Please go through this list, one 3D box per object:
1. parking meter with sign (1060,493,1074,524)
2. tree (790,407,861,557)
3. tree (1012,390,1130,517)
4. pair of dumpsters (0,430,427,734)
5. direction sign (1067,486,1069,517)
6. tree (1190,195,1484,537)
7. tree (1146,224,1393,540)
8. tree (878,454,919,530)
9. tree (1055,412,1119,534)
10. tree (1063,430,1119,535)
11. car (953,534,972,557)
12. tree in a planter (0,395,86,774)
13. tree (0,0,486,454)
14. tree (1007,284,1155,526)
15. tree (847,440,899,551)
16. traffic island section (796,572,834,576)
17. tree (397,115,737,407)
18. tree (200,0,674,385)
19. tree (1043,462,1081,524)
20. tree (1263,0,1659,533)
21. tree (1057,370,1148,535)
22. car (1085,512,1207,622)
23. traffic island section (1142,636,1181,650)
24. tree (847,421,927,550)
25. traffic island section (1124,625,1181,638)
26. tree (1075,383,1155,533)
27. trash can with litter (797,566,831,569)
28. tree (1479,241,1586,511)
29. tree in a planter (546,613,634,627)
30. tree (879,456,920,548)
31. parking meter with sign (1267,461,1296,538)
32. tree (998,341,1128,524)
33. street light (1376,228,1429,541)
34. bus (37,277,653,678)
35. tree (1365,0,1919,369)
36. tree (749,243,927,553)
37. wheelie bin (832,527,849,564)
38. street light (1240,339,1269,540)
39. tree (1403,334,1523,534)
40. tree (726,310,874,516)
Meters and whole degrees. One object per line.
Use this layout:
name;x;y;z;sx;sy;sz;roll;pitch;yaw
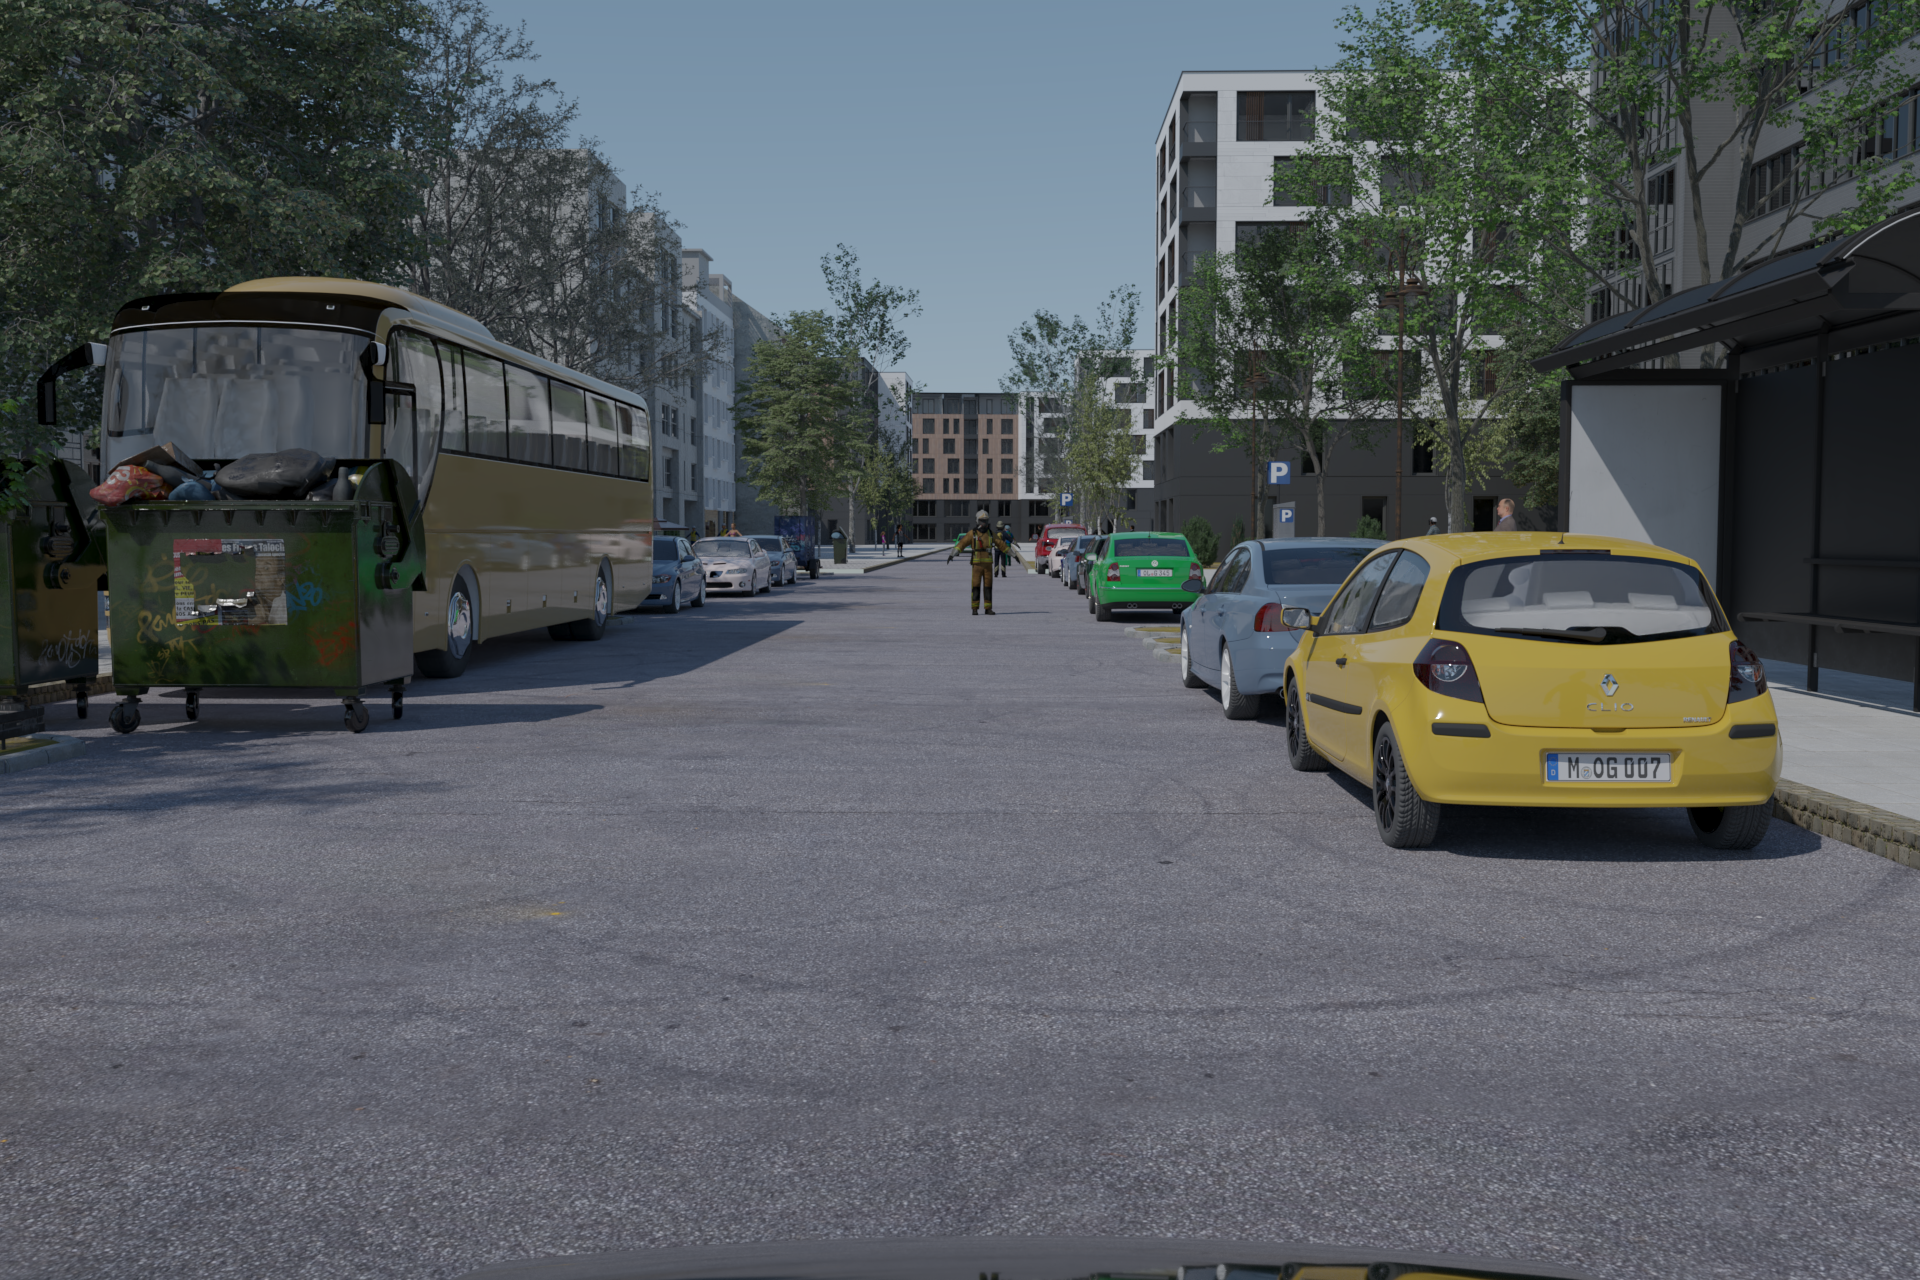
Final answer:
parking meter with sign;4.529;-4.692;72.976;0.543;3.016;1.738;0;4;0
tree;-8.028;-8.918;96.172;4.360;8.622;3.978;0;3;0
tree;9.485;-14.399;145.786;12.009;13.543;11.850;0;3;0
pair of dumpsters;-6.370;-0.484;12.858;4.436;2.255;1.574;0;4;2
direction sign;5.069;-5.445;81.027;0.379;3.537;0.876;0;3;0
tree;9.997;-6.882;46.938;8.767;10.594;7.601;2;4;25
tree;10.247;-8.073;57.750;9.928;11.665;9.643;0;3;0
tree;-5.674;-12.797;159.587;4.737;8.622;4.395;0;3;0
tree;7.683;-9.236;101.376;4.360;8.622;3.978;0;3;0
tree;8.683;-10.343;119.465;4.360;8.622;3.978;0;3;0
car;0.563;-6.289;111.614;1.959;1.807;4.718;0;4;2
tree in a planter;-6.680;-0.824;10.692;1.991;3.239;1.994;0;4;1
tree;-12.130;-7.320;26.337;9.857;13.997;8.962;0;3;0
tree;10.641;-16.780;130.244;12.611;20.169;13.585;0;3;0
tree;-6.804;-11.288;134.924;4.737;8.622;4.395;0;3;0
traffic island section;-5.451;-2.311;60.654;1.991;0.108;1.994;0;4;1
tree;-11.733;-8.551;50.173;12.009;13.543;11.850;0;3;0
tree;-11.471;-7.804;37.970;12.009;13.543;11.850;0;3;0
tree;9.245;-12.473;154.301;4.737;8.622;4.395;0;3;0
tree;9.666;-6.603;33.713;9.928;11.665;9.643;0;3;0
tree;6.284;-7.762;77.275;4.737;8.622;4.395;0;3;0
car;3.149;-1.276;29.652;1.959;1.807;4.718;0;4;2
traffic island section;3.336;0.055;21.968;1.991;0.108;1.994;0;4;2
tree;-6.269;-12.780;143.360;7.601;10.594;8.767;-3;4;-39
traffic island section;3.341;-0.101;24.521;1.991;0.108;1.994;0;4;2
tree;7.546;-8.205;84.507;4.360;8.622;3.978;0;3;0
trash can with litter;-5.606;-3.296;64.948;1.678;1.210;2.233;0;4;1
tree;25.743;-10.047;70.918;9.857;13.997;8.962;0;3;0
tree in a planter;-6.304;-1.859;27.619;1.991;3.239;1.994;0;4;1
tree;-5.682;-12.490;154.577;4.737;8.622;4.395;0;3;0
parking meter with sign;7.619;-2.725;40.814;0.543;3.016;1.738;0;4;2
tree;10.903;-19.109;168.315;12.611;20.169;13.585;0;3;0
street light;6.676;-3.273;26.297;0.468;5.910;1.993;0;4;1
bus;-6.092;-1.769;20.463;2.896;3.916;12.252;0;4;1
tree;8.799;-5.806;20.690;9.928;11.665;9.643;0;3;0
tree;-8.238;-15.886;115.618;12.611;20.169;13.585;0;3;0
wheelie bin;-5.145;-4.062;74.319;0.693;1.594;0.980;0;4;2
street light;6.972;-4.180;41.131;0.468;5.910;1.993;0;4;1
tree;18.195;-6.905;63.265;4.737;8.622;4.395;0;3;0
tree;-7.999;-10.368;87.637;7.486;12.596;7.792;0;3;0
